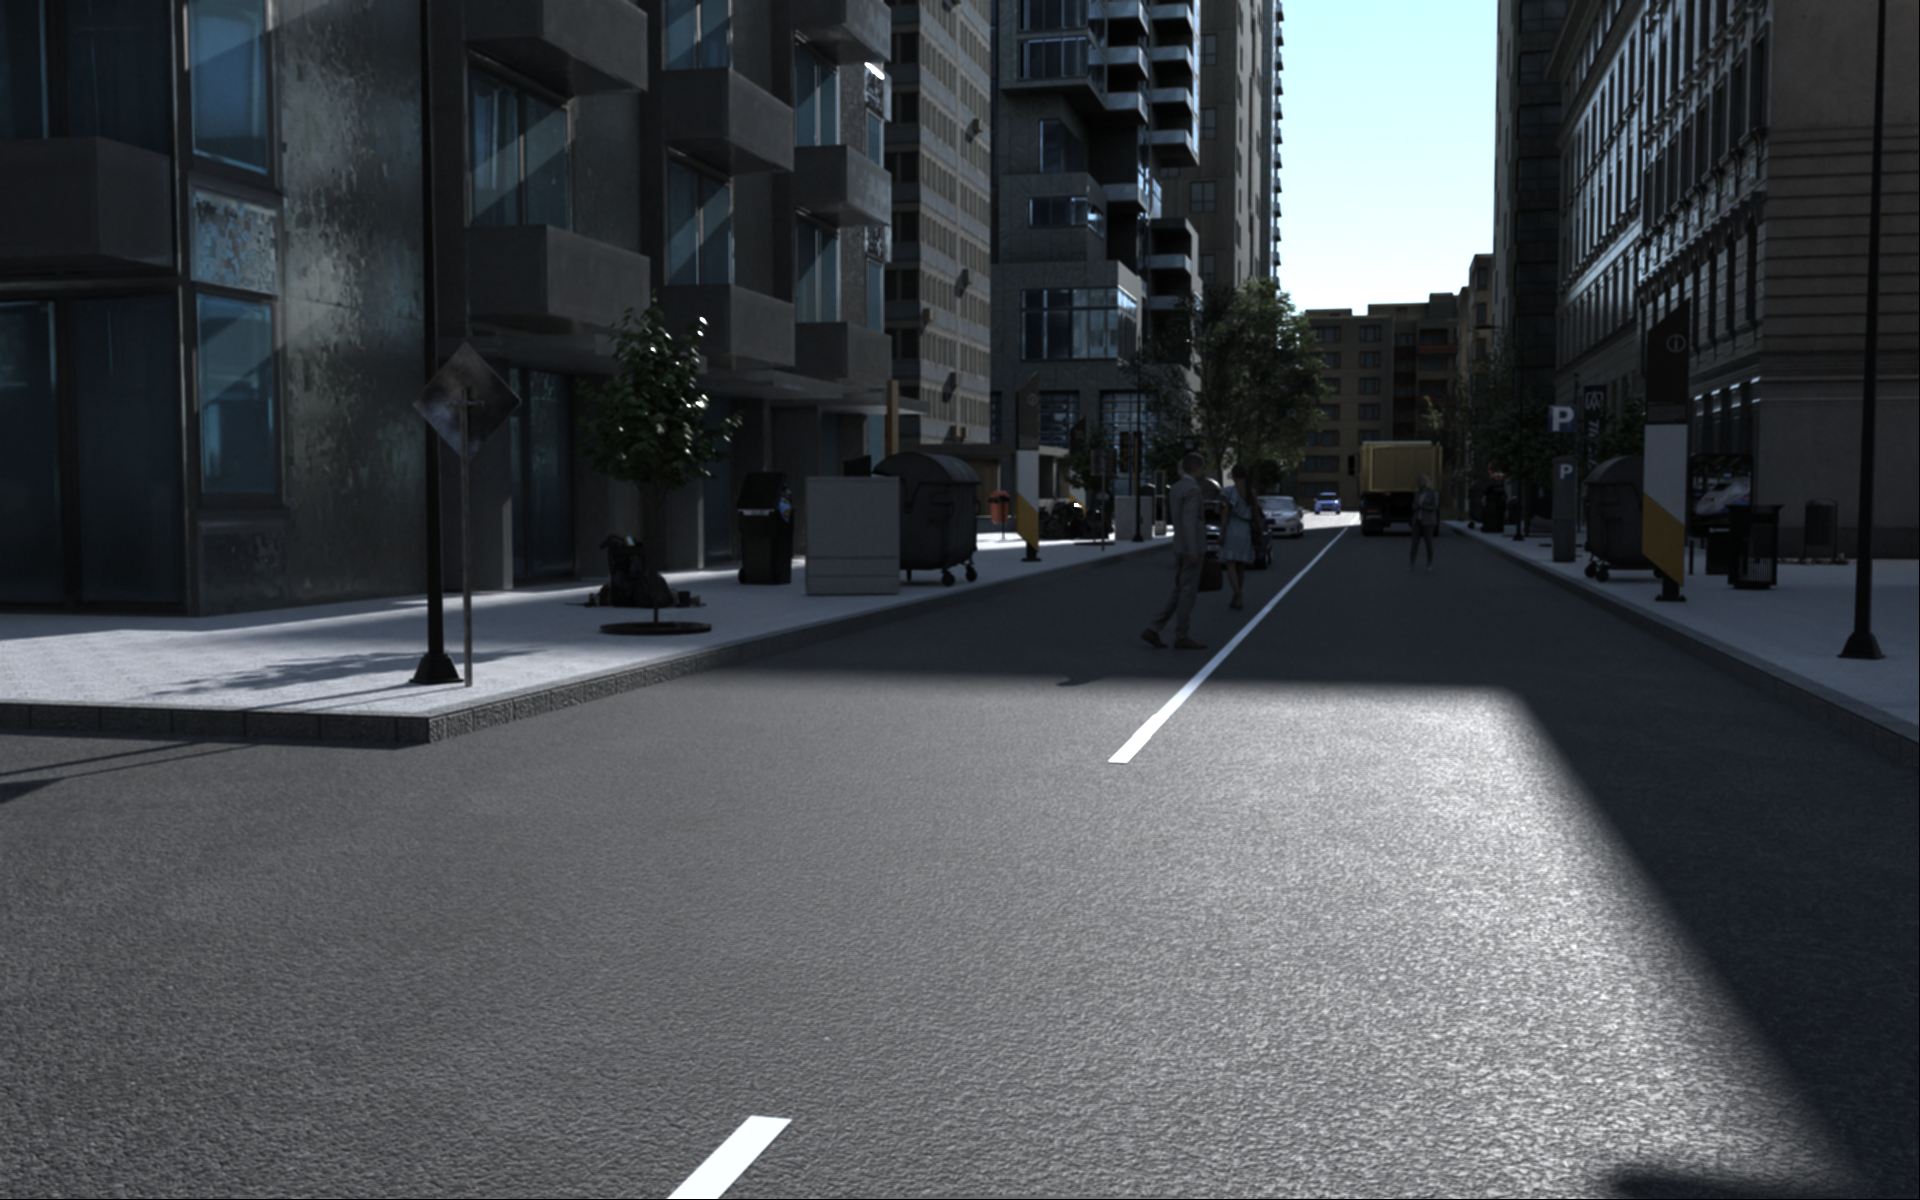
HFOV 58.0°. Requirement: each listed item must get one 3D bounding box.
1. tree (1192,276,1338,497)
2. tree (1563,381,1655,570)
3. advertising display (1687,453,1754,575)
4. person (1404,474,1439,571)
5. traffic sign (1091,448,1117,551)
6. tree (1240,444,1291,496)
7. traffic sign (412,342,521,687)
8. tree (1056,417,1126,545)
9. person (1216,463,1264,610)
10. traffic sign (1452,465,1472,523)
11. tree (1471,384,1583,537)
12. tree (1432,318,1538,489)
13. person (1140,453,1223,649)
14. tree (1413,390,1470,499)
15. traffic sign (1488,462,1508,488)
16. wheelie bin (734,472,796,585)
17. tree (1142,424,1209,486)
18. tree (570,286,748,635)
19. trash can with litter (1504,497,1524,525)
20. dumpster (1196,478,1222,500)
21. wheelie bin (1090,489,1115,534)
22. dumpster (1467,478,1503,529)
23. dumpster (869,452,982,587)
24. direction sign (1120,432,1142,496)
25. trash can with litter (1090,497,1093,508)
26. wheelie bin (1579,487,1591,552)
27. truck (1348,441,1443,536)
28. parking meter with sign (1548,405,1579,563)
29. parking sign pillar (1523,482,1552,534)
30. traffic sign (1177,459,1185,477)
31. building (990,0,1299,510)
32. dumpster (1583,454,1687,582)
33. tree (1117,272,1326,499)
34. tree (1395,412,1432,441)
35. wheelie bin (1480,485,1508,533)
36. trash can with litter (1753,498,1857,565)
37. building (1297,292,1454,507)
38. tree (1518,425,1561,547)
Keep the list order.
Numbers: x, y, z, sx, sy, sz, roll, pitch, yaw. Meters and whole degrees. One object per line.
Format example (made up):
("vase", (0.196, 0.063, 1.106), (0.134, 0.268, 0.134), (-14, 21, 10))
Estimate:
("tree", (15.913, -10.544, 90.514), (7.486, 12.596, 7.792), (0, 3, 0))
("tree", (11.502, -2.152, 29.791), (1.663, 3.219, 1.824), (0, 3, 0))
("advertising display", (12.054, -1.361, 27.473), (0.974, 1.923, 0.123), (0, 4, 2))
("person", (8.656, -1.447, 32.349), (0.526, 1.800, 0.537), (-3, 4, -37))
("traffic sign", (3.216, -2.247, 38.862), (0.606, 2.300, 0.079), (1, 4, 19))
("tree", (18.332, -7.420, 105.037), (4.285, 4.588, 4.351), (0, 3, 0))
("traffic sign", (-3.273, -0.480, 11.483), (0.795, 2.450, 0.064), (1, 4, 14))
("tree", (3.404, -3.012, 43.843), (1.663, 3.219, 1.824), (0, 3, 0))
("person", (3.495, -0.791, 21.532), (0.616, 1.811, 0.778), (0, 4, -3))
("traffic sign", (22.608, -4.769, 77.977), (0.884, 2.594, 0.081), (1, 4, 18))
("tree", (17.159, -4.178, 52.019), (4.285, 4.588, 4.351), (0, 3, 0))
("tree", (22.434, -7.525, 73.402), (4.737, 8.622, 4.395), (0, 3, 0))
("person", (2.118, -0.454, 16.038), (0.853, 1.813, 0.709), (-1, 4, -15))
("tree", (33.995, -10.554, 122.916), (4.360, 8.622, 3.978), (0, 3, 0))
("traffic sign", (18.354, -3.598, 58.934), (0.768, 2.556, 0.104), (1, 4, 20))
("wheelie bin", (-2.777, -1.028, 24.713), (0.980, 1.594, 0.693), (1, 4, 22))
("tree", (10.127, -5.947, 80.950), (4.285, 4.588, 4.351), (0, 3, 0))
("tree", (-2.739, -1.321, 16.202), (1.663, 3.219, 1.824), (0, 3, 0))
("trash can with litter", (22.728, -3.678, 71.518), (1.055, 1.170, 0.624), (-2, 4, -31))
("dumpster", (8.991, -3.563, 64.014), (1.264, 1.857, 1.865), (1, 4, 14))
("wheelie bin", (4.618, -2.956, 56.240), (0.693, 1.594, 0.980), (-1, 4, -22))
("dumpster", (19.342, -3.544, 63.695), (1.264, 1.857, 1.865), (1, 4, 14))
("dumpster", (-0.494, -1.159, 24.709), (1.264, 1.857, 1.865), (1, 4, 14))
("direction sign", (6.202, -4.338, 62.922), (0.876, 3.537, 0.379), (2, 4, 30))
("trash can with litter", (6.390, -4.182, 79.768), (0.624, 1.170, 1.055), (-1, 4, -22))
("wheelie bin", (14.265, -1.871, 38.499), (0.980, 1.594, 0.693), (2, 4, 34))
("truck", (15.771, -4.068, 62.438), (3.469, 3.379, 9.791), (1, 4, 12))
("parking meter with sign", (11.557, -2.257, 33.161), (0.543, 3.016, 1.738), (1, 4, 16))
("parking sign pillar", (19.233, -4.176, 56.751), (1.447, 3.967, 1.447), (-1, 4, -12))
("traffic sign", (7.843, -3.646, 59.722), (0.768, 2.556, 0.104), (1, 4, 20))
("building", (20.734, -53.179, 182.154), (31.000, 86.520, 22.319), (1, 4, 14))
("dumpster", (9.985, -1.217, 25.652), (1.264, 1.857, 1.865), (1, 4, 13))
("tree", (10.915, -8.416, 72.018), (8.767, 10.594, 7.601), (0, 4, -1))
("tree", (40.225, -12.250, 150.653), (4.737, 8.622, 4.395), (0, 3, 0))
("wheelie bin", (17.712, -3.026, 57.377), (0.980, 1.594, 0.693), (-3, 4, -37))
("trash can with litter", (15.403, -1.274, 31.892), (2.233, 1.210, 1.678), (1, 4, 20))
("building", (50.264, -20.416, 178.840), (28.899, 21.520, 27.650), (1, 4, 14))
("tree", (14.745, -2.908, 42.148), (1.663, 3.219, 1.824), (0, 3, 0))
